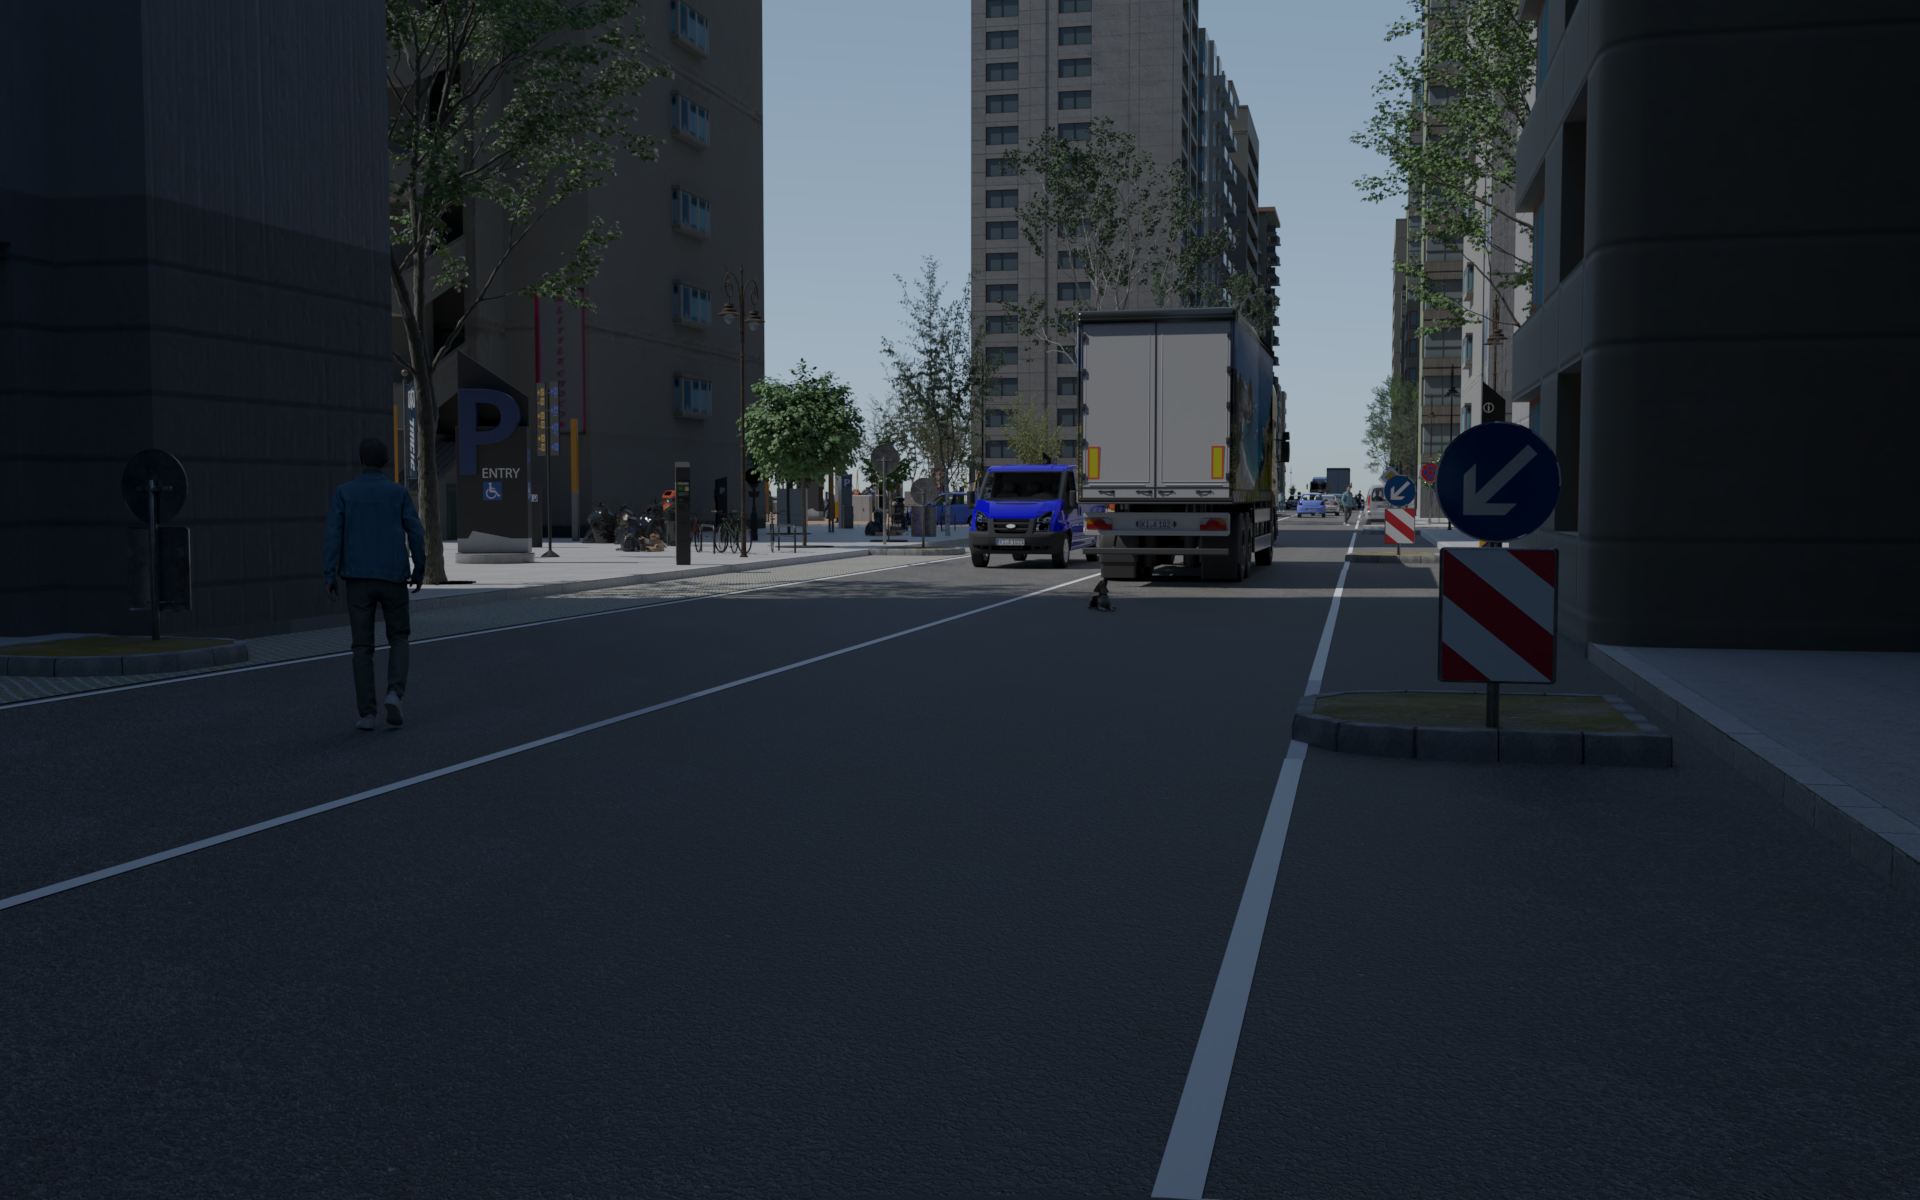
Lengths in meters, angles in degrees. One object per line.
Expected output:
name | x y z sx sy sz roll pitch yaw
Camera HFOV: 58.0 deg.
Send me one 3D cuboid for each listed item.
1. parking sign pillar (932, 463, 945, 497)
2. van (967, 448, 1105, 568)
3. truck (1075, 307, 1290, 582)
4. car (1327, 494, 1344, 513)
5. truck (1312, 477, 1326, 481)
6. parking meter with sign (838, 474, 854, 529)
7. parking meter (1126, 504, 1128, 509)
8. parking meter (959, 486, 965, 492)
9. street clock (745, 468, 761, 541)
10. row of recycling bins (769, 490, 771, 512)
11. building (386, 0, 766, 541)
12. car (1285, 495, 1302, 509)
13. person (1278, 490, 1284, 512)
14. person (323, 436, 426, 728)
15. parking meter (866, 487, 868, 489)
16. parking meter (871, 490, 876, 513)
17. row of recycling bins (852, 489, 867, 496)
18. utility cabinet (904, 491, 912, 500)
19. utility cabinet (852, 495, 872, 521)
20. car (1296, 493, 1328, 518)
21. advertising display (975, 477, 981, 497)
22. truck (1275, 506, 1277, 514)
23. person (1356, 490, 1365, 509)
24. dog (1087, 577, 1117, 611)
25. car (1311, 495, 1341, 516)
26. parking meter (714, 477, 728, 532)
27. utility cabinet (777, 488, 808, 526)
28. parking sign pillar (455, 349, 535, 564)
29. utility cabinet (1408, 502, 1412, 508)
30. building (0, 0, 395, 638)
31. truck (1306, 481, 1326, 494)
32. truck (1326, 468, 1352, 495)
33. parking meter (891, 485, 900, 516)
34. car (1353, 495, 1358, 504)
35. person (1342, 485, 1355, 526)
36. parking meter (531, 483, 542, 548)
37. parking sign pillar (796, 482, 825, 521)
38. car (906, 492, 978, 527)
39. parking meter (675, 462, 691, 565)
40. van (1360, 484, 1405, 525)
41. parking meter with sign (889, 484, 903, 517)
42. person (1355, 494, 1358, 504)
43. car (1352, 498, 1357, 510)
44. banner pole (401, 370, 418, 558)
parking sign pillar | -1.633 -8.494 127.348 1.447 3.967 1.447 -2 4 -32
van | 1.635 -1.898 35.416 2.240 2.365 5.245 1 4 15
truck | 4.324 -2.617 31.705 2.839 4.237 11.283 1 4 14
car | 29.230 -7.542 135.116 2.131 1.459 4.920 1 4 13
truck | 57.516 -17.488 275.681 2.967 4.110 18.799 1 4 13
parking meter with sign | -4.333 -4.207 65.052 0.543 3.016 1.738 -1 4 -16
parking meter | 14.300 -8.687 147.738 0.255 1.863 0.399 1 4 17
parking meter | 0.103 -6.866 117.974 0.399 1.863 0.255 0 4 -4
street clock | -5.648 -2.624 47.475 0.471 2.002 0.358 0 4 3
row of recycling bins | -15.420 -7.246 125.588 3.534 1.692 1.069 -1 4 -19
building | -19.925 -26.409 55.497 21.600 48.544 21.300 1 4 13
car | 31.573 -9.192 162.877 1.945 1.354 3.894 1 4 14
person | 25.955 -8.039 140.208 0.793 1.790 0.793 0 4 7
person | -3.556 -0.104 10.542 0.601 1.785 0.444 -1 4 -19
parking meter | -7.598 -8.414 143.281 0.399 1.863 0.255 -3 5 -41
parking meter | -5.998 -6.846 120.348 0.372 1.533 0.369 0 3 0
row of recycling bins | -8.105 -8.196 141.119 3.534 1.692 1.069 1 4 12
utility cabinet | -3.839 -7.881 137.538 1.173 1.500 0.318 -1 4 -8
utility cabinet | -4.651 -4.312 81.656 1.020 1.237 0.306 2 4 26
car | 21.438 -5.870 105.558 1.945 1.707 3.694 1 4 12
advertising display | 1.151 -4.246 74.629 0.974 1.923 0.123 0 4 7
truck | 19.728 -7.698 115.618 2.967 4.110 18.799 1 4 12
person | 39.426 -9.915 170.694 0.705 1.814 1.350 -2 4 -28
dog | 1.822 -0.081 21.516 0.550 0.427 0.748 2 4 33
car | 24.249 -6.279 115.018 2.083 1.381 4.827 1 4 12
parking meter | -8.033 -3.210 58.191 0.399 1.863 0.255 -2 4 -25
utility cabinet | -6.583 -3.627 67.980 1.173 1.500 0.318 0 4 7
parking sign pillar | -8.688 -2.678 32.260 1.447 3.967 1.447 0 4 -5
utility cabinet | 32.693 -7.001 125.628 0.306 1.237 1.020 1 4 19
building | -19.780 -28.418 6.636 21.231 58.520 28.212 1 4 13
truck | 53.567 -16.037 258.120 3.469 3.379 9.791 1 4 15
truck | 41.495 -12.287 189.808 2.839 4.237 11.283 1 4 13
parking meter | -3.022 -4.610 81.092 0.399 1.863 0.255 1 4 18
car | 58.316 -14.959 257.164 1.945 1.354 3.894 1 4 13
person | 17.477 -4.258 78.144 0.660 1.820 0.620 -2 4 -33
parking meter | -10.207 -2.024 41.505 0.372 1.533 0.369 0 3 0
parking sign pillar | -7.206 -5.782 83.000 1.447 3.967 1.447 2 4 29
car | -0.422 -3.664 69.503 3.694 1.707 1.945 1 4 14
parking meter | -5.009 -1.566 31.311 0.255 1.863 0.399 -1 4 -12
van | 18.241 -4.125 74.452 2.013 2.044 4.112 1 4 12
parking meter with sign | -3.519 -6.068 95.468 1.738 3.016 0.543 2 4 27
person | 56.611 -14.447 247.938 0.991 1.433 0.599 -3 4 -36
car | 35.060 -8.888 157.681 2.083 1.381 4.827 1 4 14
banner pole | -11.032 -2.736 34.746 0.401 3.779 0.863 -3 4 -36
